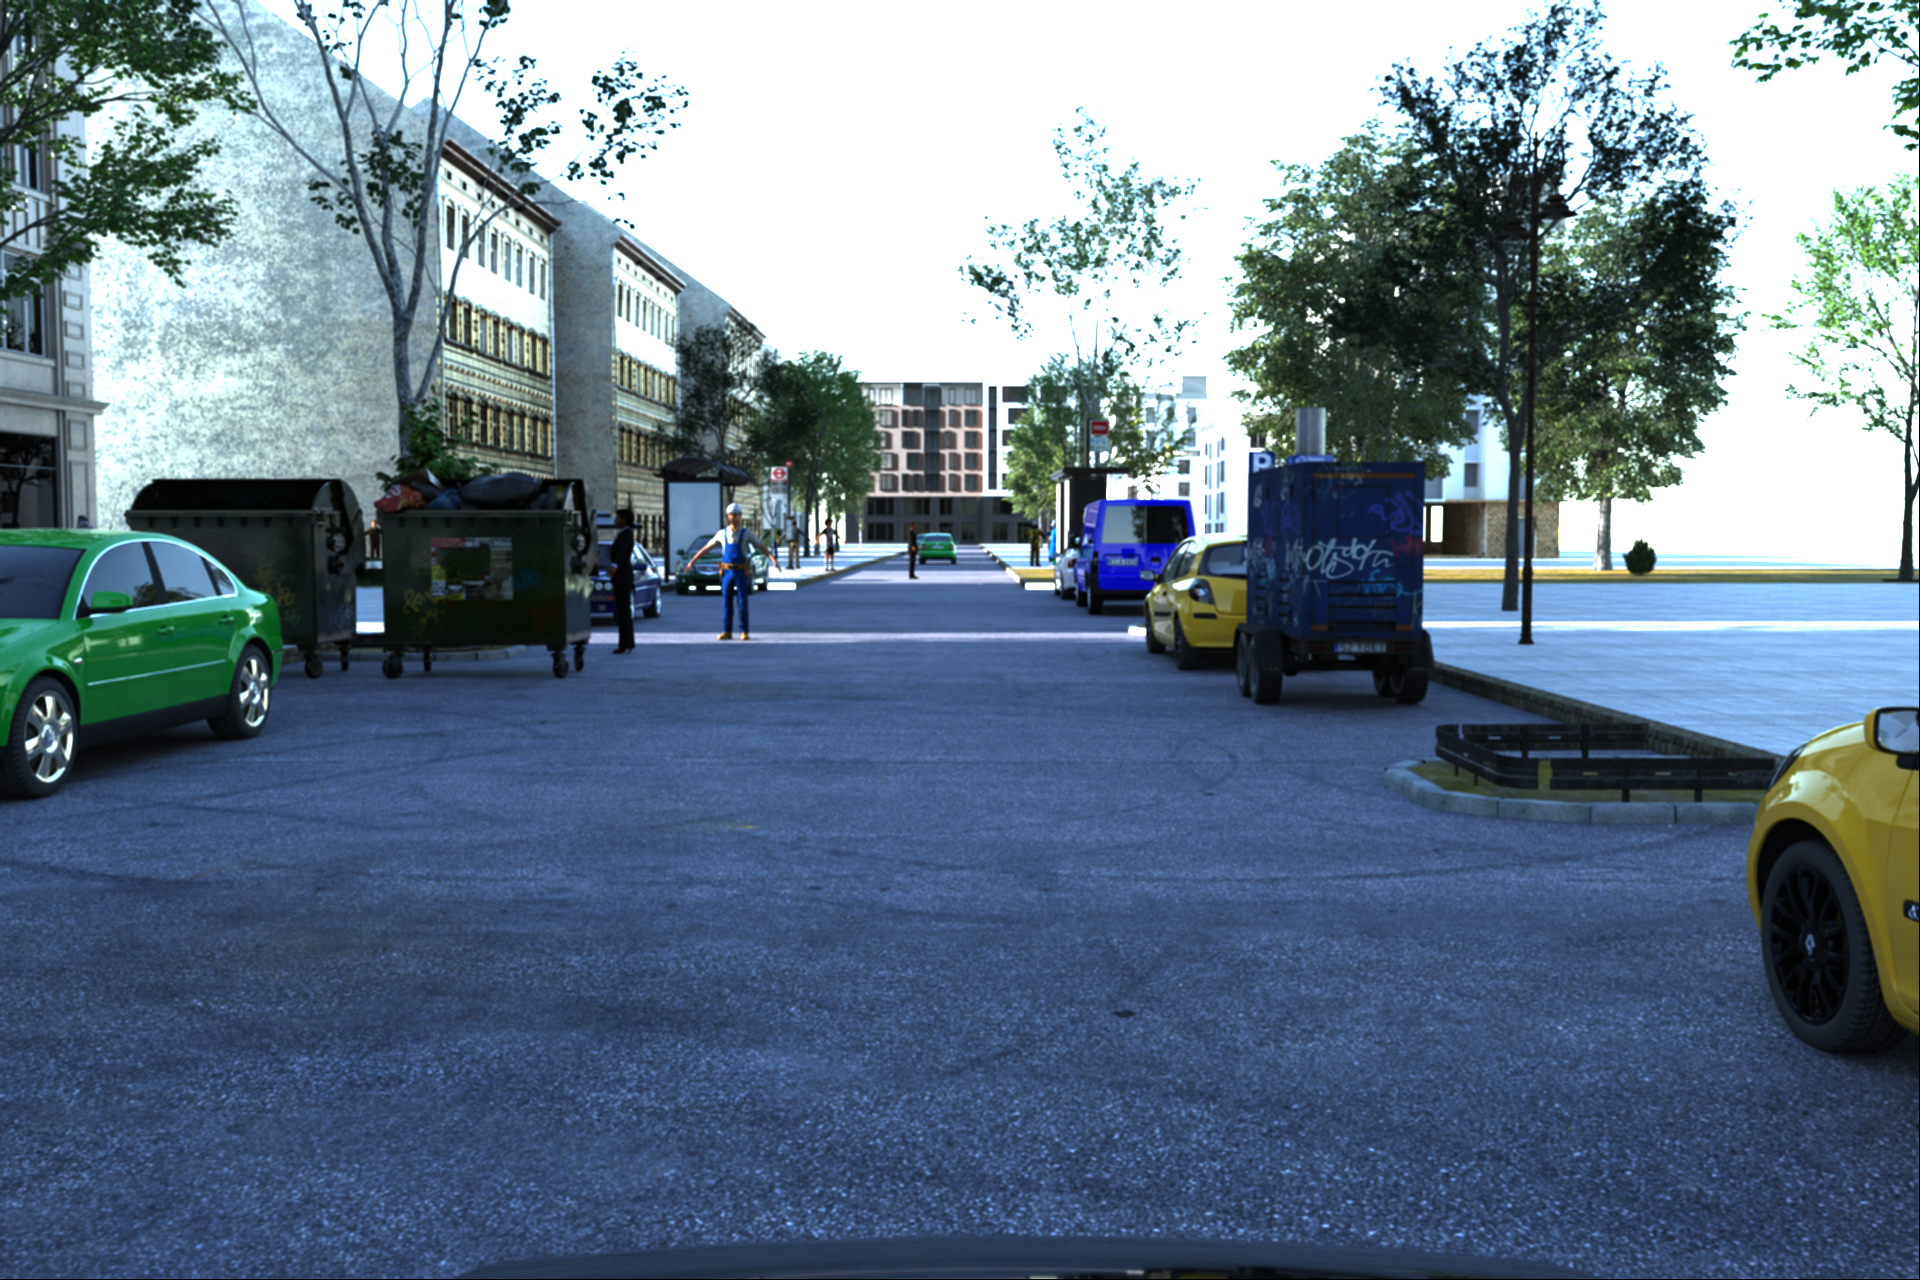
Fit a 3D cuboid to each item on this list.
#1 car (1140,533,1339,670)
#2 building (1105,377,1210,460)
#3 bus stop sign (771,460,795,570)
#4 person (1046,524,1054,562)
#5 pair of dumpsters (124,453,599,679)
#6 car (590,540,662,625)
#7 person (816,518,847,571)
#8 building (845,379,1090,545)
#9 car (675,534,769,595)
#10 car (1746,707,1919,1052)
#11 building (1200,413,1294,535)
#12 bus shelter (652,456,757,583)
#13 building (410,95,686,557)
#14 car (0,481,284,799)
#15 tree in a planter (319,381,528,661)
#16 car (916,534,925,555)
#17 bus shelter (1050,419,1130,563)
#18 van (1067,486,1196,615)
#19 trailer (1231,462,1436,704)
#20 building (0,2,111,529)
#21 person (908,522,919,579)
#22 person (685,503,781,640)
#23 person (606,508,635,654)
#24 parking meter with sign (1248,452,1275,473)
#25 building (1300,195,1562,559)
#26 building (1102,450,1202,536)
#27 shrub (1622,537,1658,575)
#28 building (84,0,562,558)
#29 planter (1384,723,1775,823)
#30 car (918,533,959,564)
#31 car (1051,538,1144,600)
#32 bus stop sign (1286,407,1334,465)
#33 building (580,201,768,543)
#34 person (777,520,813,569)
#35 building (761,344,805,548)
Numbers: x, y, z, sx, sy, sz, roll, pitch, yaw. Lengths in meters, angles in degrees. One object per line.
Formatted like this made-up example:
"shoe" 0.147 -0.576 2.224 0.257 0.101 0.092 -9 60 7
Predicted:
"car" 3.113 -0.578 19.680 2.015 1.641 3.980 0 4 -1
"building" 23.417 -22.107 217.863 16.016 20.090 11.380 0 4 1
"bus stop sign" -6.397 -4.528 62.740 0.855 3.939 0.416 0 4 1
"person" 4.323 -4.500 80.031 0.721 1.772 1.216 3 5 40
"pair of dumpsters" -5.999 -0.771 17.563 4.436 2.255 1.574 0 4 1
"car" -6.011 -0.967 28.396 1.945 1.354 3.894 0 3 0
"person" -4.506 -3.292 59.972 1.345 1.843 0.704 -3 5 -45
"building" 1.066 -24.111 240.647 32.646 21.610 27.936 0 4 1
"car" -5.782 -1.873 42.426 2.131 1.459 4.920 0 4 0
"car" 3.213 0.402 3.654 2.015 1.641 3.980 0 4 -1
"building" 23.220 -10.955 121.258 9.099 9.664 28.070 0 3 0
"bus shelter" -6.940 -3.289 47.702 2.014 3.302 5.546 0 4 1
"building" -26.485 -16.234 96.355 19.493 23.208 18.063 0 4 1
"car" -5.820 -0.120 10.765 1.959 1.807 4.718 0 4 0
"tree in a planter" -6.221 -1.416 20.378 1.991 3.239 1.994 0 4 1
"car" -2.338 -6.628 120.168 2.131 1.459 4.920 0 4 0
"bus shelter" 4.219 -4.939 58.386 2.179 5.291 8.768 0 4 -1
"van" 3.222 -1.720 32.501 2.240 2.365 5.245 0 3 0
"trailer" 3.187 -0.525 15.632 1.471 1.999 3.904 0 3 0
"building" -28.894 -13.715 36.255 10.469 25.551 25.511 0 4 1
"person" -1.491 -2.861 55.455 0.704 1.802 1.346 0 4 3
"person" -3.059 -0.930 23.513 1.347 1.847 0.705 1 4 9
"person" -4.131 -0.715 20.864 0.721 1.740 1.216 0 4 -6
"parking meter with sign" 6.376 -2.423 35.872 0.543 3.016 1.738 0 3 0
"building" 25.565 -15.097 103.250 16.016 20.090 11.380 0 4 0
"building" 21.017 -15.006 187.493 9.099 9.664 28.070 0 4 0
"shrub" 21.152 -2.615 53.870 1.383 1.207 1.383 0 3 0
"building" -29.057 -14.934 75.096 19.493 23.208 18.063 0 4 0
"planter" 3.426 0.708 9.557 1.991 0.319 1.994 0 4 0
"car" -1.053 -4.584 83.744 1.959 1.807 4.718 0 4 0
"car" 3.138 -1.644 39.236 2.083 1.381 4.827 0 4 0
"bus stop sign" 7.336 -2.895 36.349 0.837 3.901 0.837 0 3 0
"building" -24.560 -17.898 123.561 19.493 23.208 18.063 0 4 1
"person" -6.122 -3.535 64.073 1.348 1.796 0.705 0 4 4
"building" -25.678 -18.974 176.683 16.747 18.905 31.486 0 4 0
